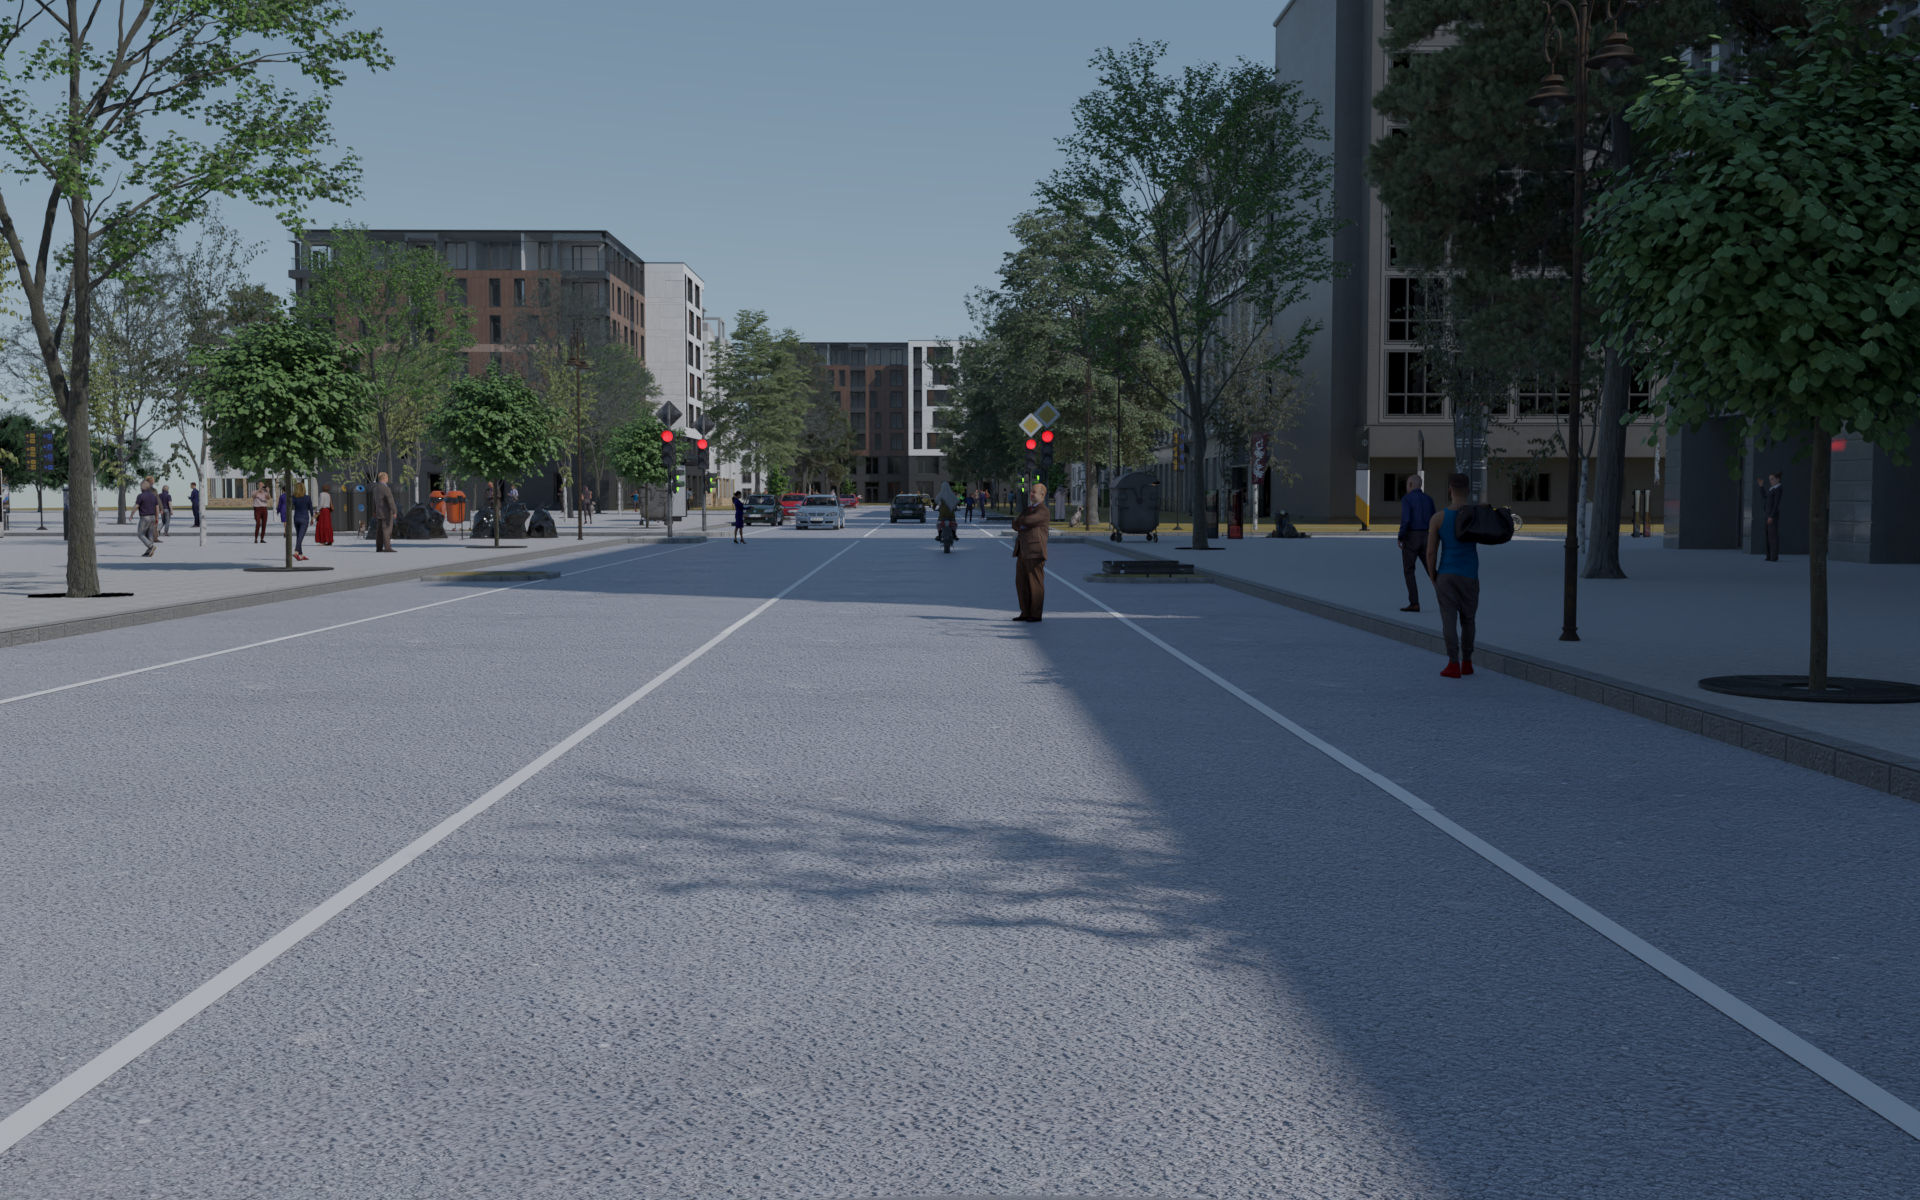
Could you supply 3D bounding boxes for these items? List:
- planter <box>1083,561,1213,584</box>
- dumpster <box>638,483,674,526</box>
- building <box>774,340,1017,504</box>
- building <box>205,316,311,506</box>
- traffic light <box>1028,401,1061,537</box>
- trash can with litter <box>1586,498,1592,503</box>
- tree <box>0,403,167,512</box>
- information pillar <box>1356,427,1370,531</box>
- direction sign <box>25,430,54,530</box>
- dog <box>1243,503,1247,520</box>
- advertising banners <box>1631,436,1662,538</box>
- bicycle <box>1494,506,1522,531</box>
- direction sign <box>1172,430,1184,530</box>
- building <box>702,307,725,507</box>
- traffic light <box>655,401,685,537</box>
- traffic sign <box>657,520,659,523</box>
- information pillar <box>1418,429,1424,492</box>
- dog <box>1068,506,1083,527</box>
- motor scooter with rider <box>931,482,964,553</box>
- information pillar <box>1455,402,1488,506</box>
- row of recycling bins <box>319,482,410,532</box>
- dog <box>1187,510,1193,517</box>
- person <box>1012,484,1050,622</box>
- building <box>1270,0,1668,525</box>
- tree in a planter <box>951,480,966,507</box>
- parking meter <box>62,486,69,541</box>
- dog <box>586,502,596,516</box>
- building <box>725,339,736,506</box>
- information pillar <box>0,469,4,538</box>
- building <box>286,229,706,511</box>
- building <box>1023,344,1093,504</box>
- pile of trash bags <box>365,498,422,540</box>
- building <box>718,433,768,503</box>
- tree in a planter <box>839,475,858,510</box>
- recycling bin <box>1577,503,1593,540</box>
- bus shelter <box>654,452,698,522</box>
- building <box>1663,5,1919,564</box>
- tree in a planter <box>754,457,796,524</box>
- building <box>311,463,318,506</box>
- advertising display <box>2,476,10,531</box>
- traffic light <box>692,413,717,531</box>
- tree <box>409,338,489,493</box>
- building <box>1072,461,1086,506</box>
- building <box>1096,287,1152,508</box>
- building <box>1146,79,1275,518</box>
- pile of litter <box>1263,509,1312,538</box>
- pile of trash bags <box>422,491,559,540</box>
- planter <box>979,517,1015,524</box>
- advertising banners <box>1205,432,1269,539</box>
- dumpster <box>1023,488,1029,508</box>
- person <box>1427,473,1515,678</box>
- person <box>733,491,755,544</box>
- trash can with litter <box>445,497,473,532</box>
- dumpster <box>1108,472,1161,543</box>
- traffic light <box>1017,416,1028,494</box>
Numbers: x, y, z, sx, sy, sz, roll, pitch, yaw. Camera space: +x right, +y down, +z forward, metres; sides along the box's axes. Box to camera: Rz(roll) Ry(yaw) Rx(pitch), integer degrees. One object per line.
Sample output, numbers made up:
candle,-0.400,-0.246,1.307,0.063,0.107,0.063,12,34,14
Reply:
planter,3.058,-0.463,28.710,1.991,0.319,1.994,0,4,-1
dumpster,-12.461,-3.989,70.975,1.264,1.857,1.865,0,4,-1
building,-9.287,-24.436,243.500,32.646,21.610,27.936,0,4,-1
building,-74.198,-20.408,190.096,11.380,20.091,16.016,0,4,-1
traffic light,2.562,-3.811,51.550,0.839,4.213,0.868,0,4,-1
trash can with litter,22.426,-3.043,61.143,1.055,1.170,0.624,2,4,30
tree,-64.293,-9.673,121.055,11.467,7.101,20.602,0,4,-4
information pillar,14.055,-4.222,60.377,0.504,3.616,0.183,3,5,44
direction sign,-32.753,-4.262,61.686,0.876,3.537,0.379,-2,4,-26
dog,13.849,-4.358,85.631,0.800,0.831,0.513,-1,4,-9
advertising banners,20.440,-3.383,51.504,0.090,3.025,2.074,3,5,43
bicycle,18.636,-2.843,59.706,1.543,0.972,0.635,0,4,-3
direction sign,7.756,-4.257,61.593,0.379,3.537,0.876,2,4,33
building,-32.382,-19.332,172.489,16.016,20.091,11.380,0,4,-1
traffic light,-8.597,-3.796,51.314,0.839,4.213,0.868,0,4,-1
traffic sign,-13.355,-4.676,76.554,0.768,2.556,0.104,0,4,4
information pillar,16.564,-4.339,62.291,0.183,3.616,0.504,0,4,-2
dog,4.361,-3.227,67.145,0.800,0.831,0.513,1,4,9
motor scooter with rider,-0.286,-2.044,42.389,0.876,1.779,1.986,0,3,0
information pillar,14.499,-3.655,49.131,0.750,3.857,0.750,-2,4,-30
row of recycling bins,-20.683,-3.243,60.135,1.069,1.692,3.534,2,4,31
dog,13.233,-4.980,99.159,0.748,0.427,0.550,-2,4,-25
person,0.798,-0.526,19.368,0.388,1.546,0.482,-2,4,-27
building,27.265,-17.368,77.482,24.014,27.812,14.314,0,4,-1
tree in a planter,-0.139,-11.785,189.899,1.991,3.239,1.994,0,4,-1
parking meter,-24.520,-2.406,47.745,0.372,1.533,0.369,0,3,0
dog,-22.006,-5.426,103.092,0.513,0.831,0.800,-2,4,-24
building,-30.893,-20.484,191.339,11.380,20.091,16.016,0,4,-1
information pillar,-28.054,-2.804,50.329,0.304,2.012,0.304,1,4,13
building,-38.165,-18.739,150.353,27.936,21.610,32.646,0,4,-1
building,23.487,-24.446,243.665,32.646,21.610,27.936,0,4,-1
pile of trash bags,-15.670,-2.461,49.996,1.912,1.369,3.447,0,4,7
building,-39.845,-17.782,232.886,28.070,9.664,9.099,0,4,-1
tree in a planter,-10.493,-10.045,161.462,1.991,3.239,1.994,0,4,-1
recycling bin,17.789,-2.227,48.970,0.722,1.027,0.722,3,5,45
bus shelter,-13.564,-5.459,83.177,2.014,3.302,5.546,0,4,-1
building,22.348,-15.174,25.585,11.434,29.767,29.804,0,4,-1
tree in a planter,-8.968,-5.341,84.548,1.991,3.239,1.994,0,4,-1
building,-52.771,-19.828,190.645,31.486,18.905,16.747,0,4,-1
advertising display,-33.581,-3.394,60.704,0.123,1.923,0.974,0,4,-6
traffic light,-8.755,-4.285,59.298,0.839,4.213,0.868,0,4,-1
tree,-24.062,-8.053,82.025,4.360,8.622,3.978,0,3,0
building,17.603,-14.954,186.645,9.099,9.664,28.070,0,4,-1
building,22.105,-17.730,156.336,16.747,18.905,31.486,0,4,-1
building,23.181,-20.544,112.316,17.030,29.872,44.131,0,4,-1
pile of litter,9.567,-2.248,50.717,1.176,0.858,1.719,-1,4,-23
pile of trash bags,-13.307,-2.438,49.621,1.912,1.369,3.447,2,4,34
planter,1.935,-3.903,84.959,1.991,0.319,1.994,0,4,-1
advertising banners,7.817,-3.247,49.277,2.074,3.025,0.090,2,4,34
dumpster,5.030,-7.751,132.484,1.264,1.857,1.865,0,4,-1
person,3.968,-0.194,13.547,0.647,1.594,0.662,0,4,-2
person,-6.281,-2.395,50.033,0.546,1.535,0.453,-3,5,-44
trash can with litter,-17.502,-2.964,59.516,2.233,1.210,1.678,-1,4,-21
dumpster,4.683,-2.481,46.321,1.264,1.857,1.865,0,4,-1
traffic light,2.403,-4.299,59.534,0.839,4.213,0.868,0,4,-1
